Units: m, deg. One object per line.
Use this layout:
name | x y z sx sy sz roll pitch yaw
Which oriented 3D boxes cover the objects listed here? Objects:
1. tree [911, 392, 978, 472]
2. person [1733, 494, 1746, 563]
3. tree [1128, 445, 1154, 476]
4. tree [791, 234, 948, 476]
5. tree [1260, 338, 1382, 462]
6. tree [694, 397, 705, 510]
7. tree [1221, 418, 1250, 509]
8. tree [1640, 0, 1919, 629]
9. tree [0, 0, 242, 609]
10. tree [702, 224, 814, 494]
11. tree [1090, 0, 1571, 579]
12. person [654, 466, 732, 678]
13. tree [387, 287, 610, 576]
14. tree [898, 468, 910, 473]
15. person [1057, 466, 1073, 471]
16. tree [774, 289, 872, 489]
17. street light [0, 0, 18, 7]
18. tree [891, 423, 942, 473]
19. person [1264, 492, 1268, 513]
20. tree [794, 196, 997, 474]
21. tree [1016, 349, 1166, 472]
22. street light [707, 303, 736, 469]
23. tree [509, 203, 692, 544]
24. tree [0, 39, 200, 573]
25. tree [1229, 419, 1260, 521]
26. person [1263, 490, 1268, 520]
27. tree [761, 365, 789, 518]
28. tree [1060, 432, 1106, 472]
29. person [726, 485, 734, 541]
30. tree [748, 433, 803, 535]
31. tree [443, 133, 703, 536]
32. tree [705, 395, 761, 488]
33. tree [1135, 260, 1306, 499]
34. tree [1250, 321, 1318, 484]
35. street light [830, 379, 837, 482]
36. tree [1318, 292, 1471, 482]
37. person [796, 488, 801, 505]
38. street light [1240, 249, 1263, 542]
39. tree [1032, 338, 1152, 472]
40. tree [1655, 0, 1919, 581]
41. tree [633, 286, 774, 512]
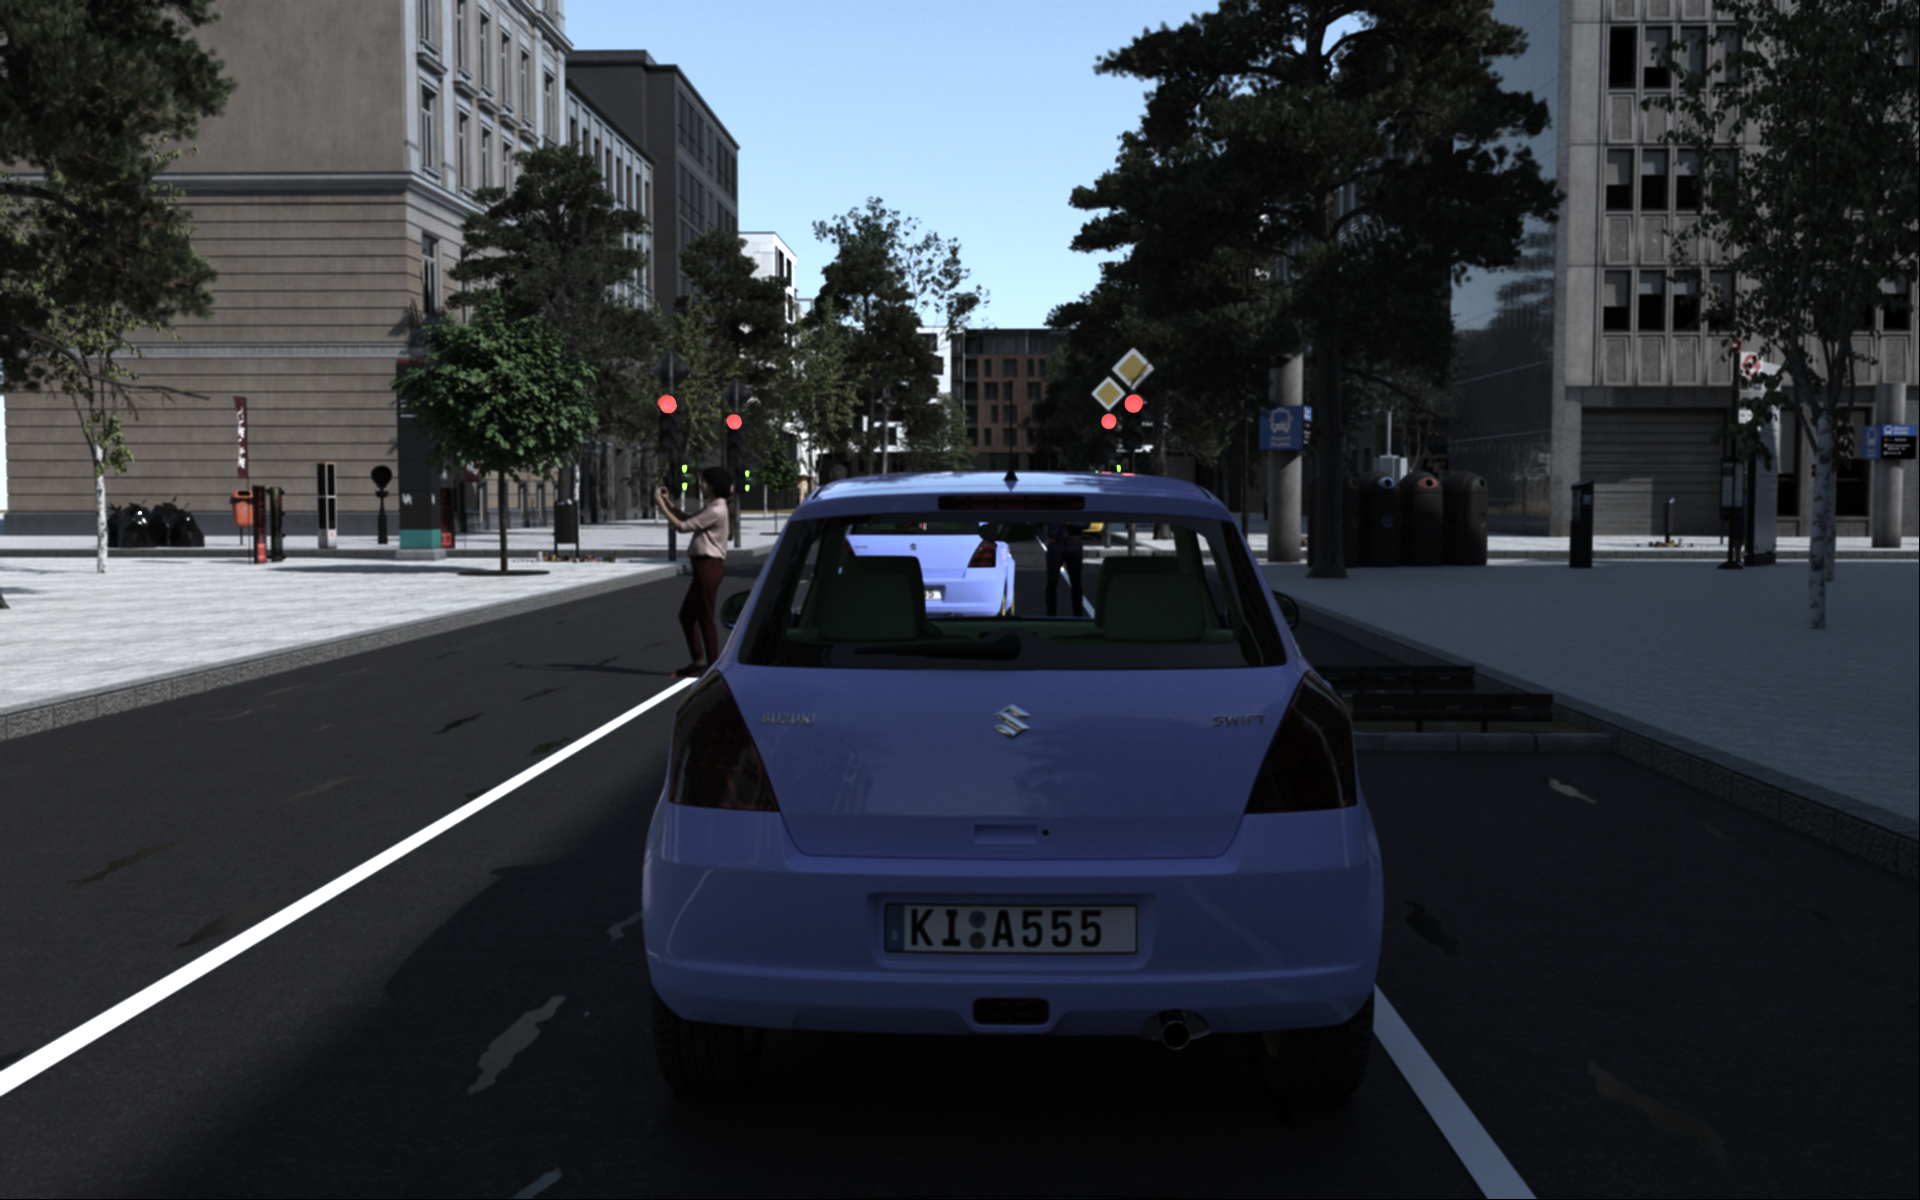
tree | -1.831 -16.718 191.468 7.486 12.596 7.792 0 3 0
person | 14.591 -1.466 32.379 0.453 1.535 0.546 0 3 0
tree | 7.130 -4.500 68.172 1.663 3.219 1.824 0 3 0
tree | -4.276 -10.852 84.850 7.806 13.903 7.818 0 3 0
tree | 14.119 -7.102 66.478 4.737 8.622 4.395 0 3 0
tree | -13.489 -7.727 76.695 4.360 8.622 3.978 0 3 0
tree | 15.806 -9.265 101.839 4.360 8.622 3.978 0 3 0
tree | 8.397 -4.040 16.421 4.737 8.622 4.395 0 3 0
tree | -11.029 -5.923 18.894 6.751 12.117 7.091 0 3 0
tree | -9.270 -9.033 69.741 6.751 12.117 7.091 0 3 0
tree | 5.622 -6.367 26.155 6.751 12.117 7.091 0 3 0
person | -2.074 -0.216 13.492 0.566 1.644 0.517 2 4 35
tree | -7.375 -2.694 27.766 4.285 4.588 4.351 0 3 0
tree | -4.045 -8.194 128.568 1.663 3.219 1.824 0 3 0
person | 1.122 -0.584 18.753 0.576 1.737 0.504 0 4 -8
tree | -5.234 -6.884 62.916 4.737 8.622 4.395 0 3 0
street light | -6.562 -2.354 11.284 0.468 5.910 1.993 0 4 2
tree | -3.652 -11.433 137.297 4.360 8.622 3.978 0 3 0
person | 10.398 -3.055 57.696 0.593 1.614 0.444 0 4 0
tree | -4.075 -15.456 108.598 12.611 20.169 13.585 0 3 0
tree | 7.669 -9.857 95.578 8.767 10.594 7.601 2 4 27
street light | -5.774 -4.242 42.138 0.468 5.910 1.993 0 4 2
tree | -9.845 -5.774 44.770 4.360 8.622 3.978 0 3 0
tree | -14.006 -4.723 27.591 4.737 8.622 4.395 0 3 0
tree | 13.624 -8.036 81.746 4.737 8.622 4.395 0 3 0
person | 15.112 -4.701 85.173 0.388 1.546 0.482 -1 4 -20
tree | -10.766 -8.793 94.136 4.360 8.622 3.978 0 3 0
tree | 8.736 -10.443 121.108 4.360 8.622 3.978 0 3 0
person | -6.360 -2.403 47.607 0.482 1.546 0.388 3 5 42
tree | -5.688 -3.667 54.565 1.663 3.219 1.824 0 3 0
tree | -12.140 -8.009 53.005 6.751 12.117 7.091 0 3 0
tree | -12.691 -8.260 85.409 4.360 8.622 3.978 0 3 0
tree | 10.966 -10.163 73.592 7.806 13.903 7.818 0 3 0
tree | 13.401 -6.799 61.520 4.360 8.622 3.978 0 3 0
street light | -4.985 -5.827 68.058 0.468 5.910 1.993 0 4 2
tree | 13.825 -6.292 53.231 4.360 8.622 3.978 0 3 0
person | -11.958 -7.383 127.475 0.721 1.735 1.217 0 4 5
street light | 5.327 -3.637 32.248 0.468 5.910 1.993 0 4 2
tree | 8.371 -11.120 107.569 9.928 11.665 9.643 0 3 0
tree | 12.582 -4.584 25.308 4.360 8.622 3.978 0 3 0
tree | -9.908 -6.842 62.223 4.737 8.622 4.395 0 3 0
